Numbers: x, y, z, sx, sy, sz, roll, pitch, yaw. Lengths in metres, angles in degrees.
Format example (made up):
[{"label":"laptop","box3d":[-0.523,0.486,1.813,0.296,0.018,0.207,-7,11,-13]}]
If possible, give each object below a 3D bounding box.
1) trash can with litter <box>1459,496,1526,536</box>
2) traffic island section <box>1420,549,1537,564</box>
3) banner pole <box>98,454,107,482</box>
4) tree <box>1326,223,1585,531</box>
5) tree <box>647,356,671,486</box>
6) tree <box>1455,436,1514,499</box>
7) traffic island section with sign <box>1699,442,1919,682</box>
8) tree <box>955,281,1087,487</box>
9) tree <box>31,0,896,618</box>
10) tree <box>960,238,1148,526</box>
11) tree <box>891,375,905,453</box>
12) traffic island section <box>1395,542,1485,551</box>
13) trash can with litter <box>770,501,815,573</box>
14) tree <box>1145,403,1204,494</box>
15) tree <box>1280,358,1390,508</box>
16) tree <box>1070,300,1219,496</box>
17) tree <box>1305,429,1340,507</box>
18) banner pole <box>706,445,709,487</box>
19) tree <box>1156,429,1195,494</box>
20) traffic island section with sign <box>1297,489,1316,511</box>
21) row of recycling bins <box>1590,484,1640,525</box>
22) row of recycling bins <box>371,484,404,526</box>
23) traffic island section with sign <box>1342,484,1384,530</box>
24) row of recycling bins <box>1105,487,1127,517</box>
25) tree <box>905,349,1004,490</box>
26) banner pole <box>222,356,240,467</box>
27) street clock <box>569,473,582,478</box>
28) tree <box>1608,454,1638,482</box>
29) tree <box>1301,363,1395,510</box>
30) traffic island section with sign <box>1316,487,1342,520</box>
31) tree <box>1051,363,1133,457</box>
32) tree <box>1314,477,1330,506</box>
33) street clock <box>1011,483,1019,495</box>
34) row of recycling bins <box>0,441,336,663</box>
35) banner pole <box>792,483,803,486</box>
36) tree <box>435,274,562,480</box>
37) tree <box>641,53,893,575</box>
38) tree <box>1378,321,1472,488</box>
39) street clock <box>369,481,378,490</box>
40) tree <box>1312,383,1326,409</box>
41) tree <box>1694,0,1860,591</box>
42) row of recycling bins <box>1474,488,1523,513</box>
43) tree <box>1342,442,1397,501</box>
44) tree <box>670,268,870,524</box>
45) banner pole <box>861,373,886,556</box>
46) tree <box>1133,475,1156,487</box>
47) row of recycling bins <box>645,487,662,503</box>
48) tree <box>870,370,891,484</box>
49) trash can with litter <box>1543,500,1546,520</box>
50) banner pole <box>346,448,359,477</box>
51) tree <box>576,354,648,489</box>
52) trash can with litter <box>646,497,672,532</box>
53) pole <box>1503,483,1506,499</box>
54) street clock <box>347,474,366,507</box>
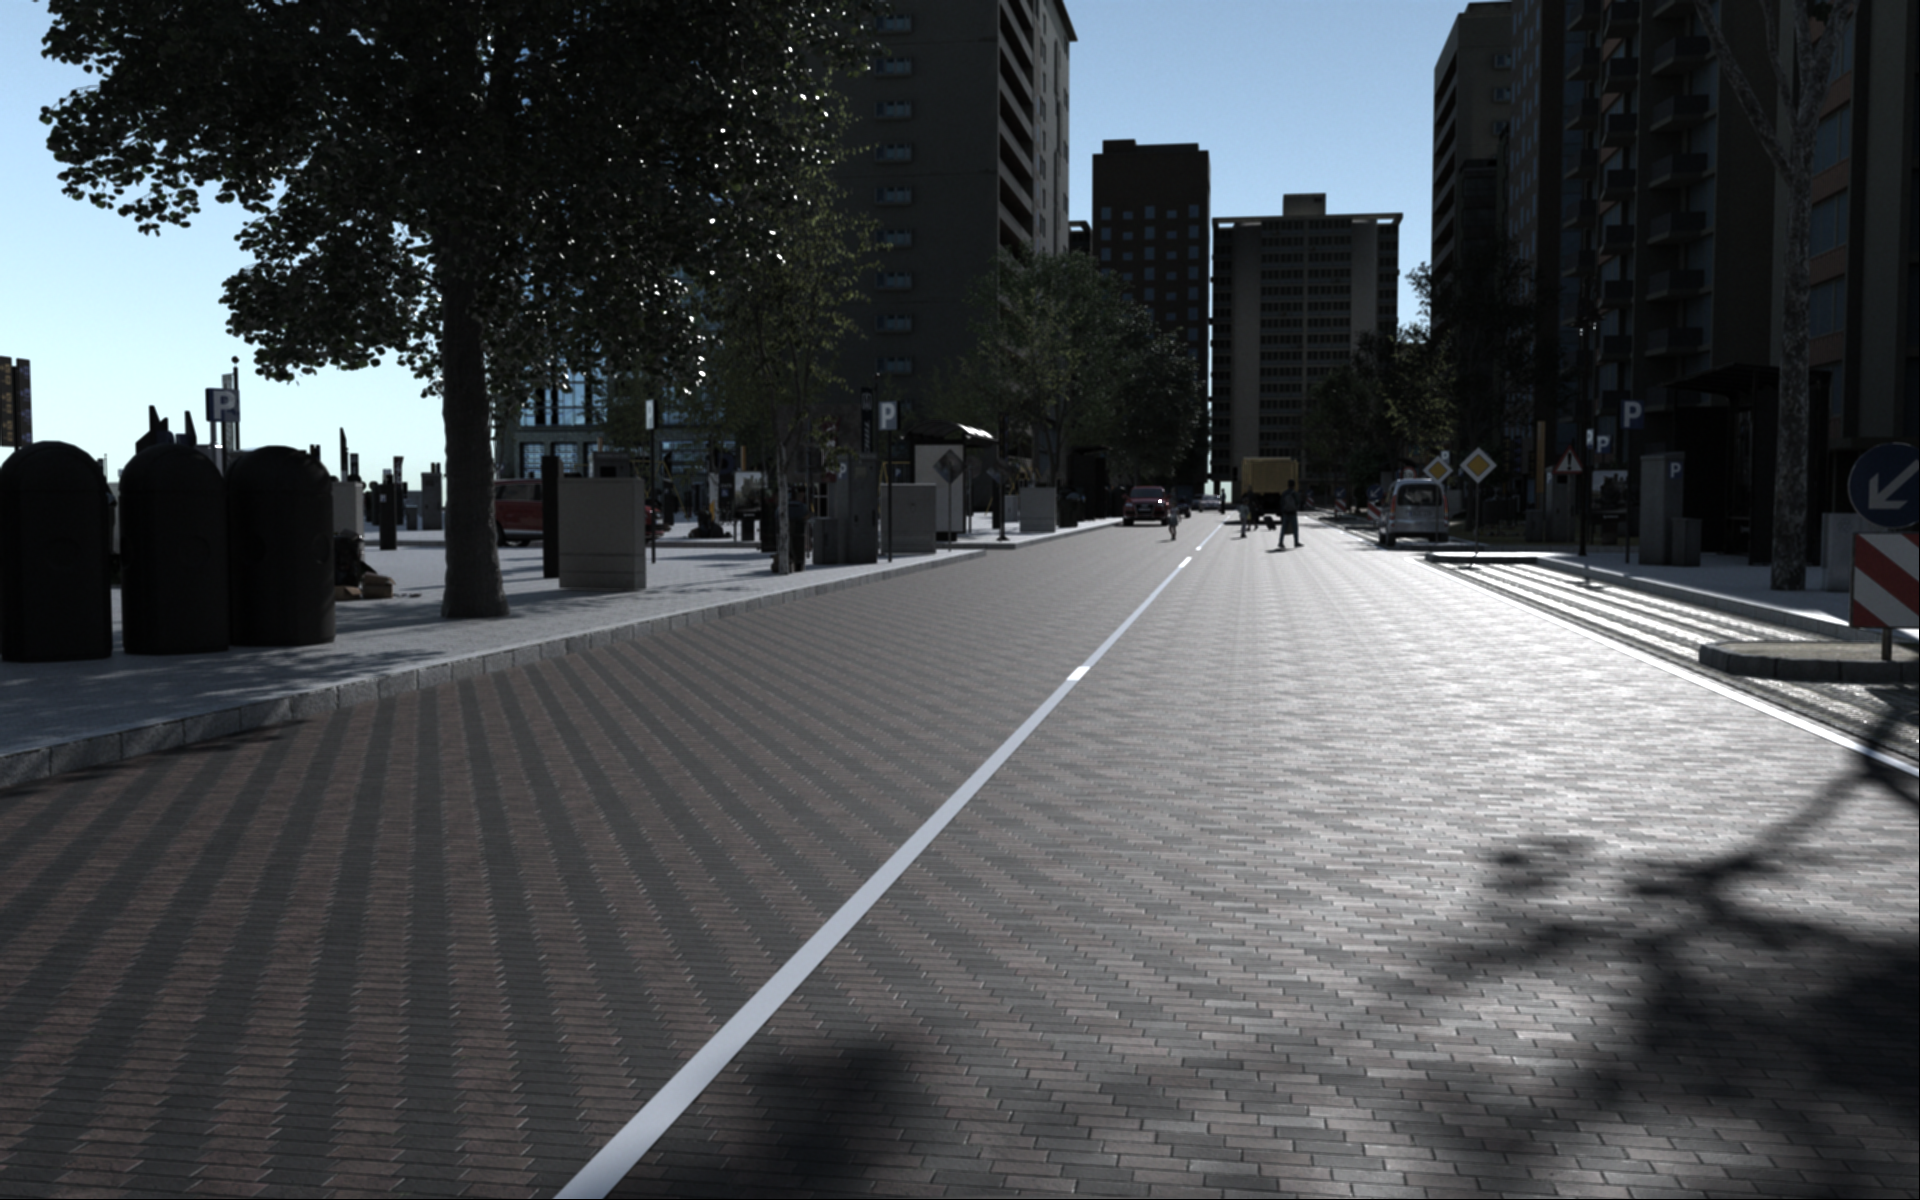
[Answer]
[{"label":"trash can with litter","box3d":[16.618,-2.567,53.027,2.233,1.210,1.678,2,4,30]},{"label":"traffic island section","box3d":[10.983,-0.886,36.761,2.009,0.180,2.903,1,4,9]},{"label":"banner pole","box3d":[-53.307,-7.203,107.786,0.401,3.779,0.863,1,4,19]},{"label":"tree","box3d":[17.801,-7.629,59.145,7.601,10.594,8.767,0,4,-8]},{"label":"tree","box3d":[-9.035,-6.934,63.735,4.737,8.622,4.395,0,3,0]},{"label":"tree","box3d":[29.451,-6.928,96.993,4.285,4.588,4.351,0,3,0]},{"label":"traffic island section with sign","box3d":[7.182,-0.333,14.069,1.989,1.847,2.006,1,4,9]},{"label":"tree","box3d":[2.296,-6.685,59.655,4.360,8.622,3.978,0,3,0]},{"label":"tree","box3d":[-5.053,-6.793,17.726,9.857,13.997,8.962,0,3,0]},{"label":"tree","box3d":[3.793,-8.813,69.850,9.928,11.665,9.643,0,3,0]},{"label":"tree","box3d":[-0.858,-9.010,97.668,4.737,8.622,4.395,0,3,0]},{"label":"traffic island section","box3d":[12.304,-1.367,44.636,2.009,0.180,2.903,1,4,9]},{"label":"trash can with litter","box3d":[-2.778,-1.050,28.560,0.624,1.170,1.055,0,4,6]},{"label":"tree","box3d":[21.163,-14.810,176.550,7.601,10.594,8.767,-1,4,-12]},{"label":"tree","box3d":[33.903,-14.997,155.575,12.009,13.543,11.850,0,3,0]},{"label":"tree","box3d":[11.689,-12.616,112.935,9.857,13.997,8.962,0,3,0]},{"label":"tree","box3d":[37.525,-13.957,178.553,4.737,8.622,4.395,0,3,0]},{"label":"banner pole","box3d":[-11.181,-5.342,77.358,0.401,3.779,0.863,1,4,15]},{"label":"tree","box3d":[20.301,-13.148,165.335,4.737,8.622,4.395,0,3,0]},{"label":"traffic island section with sign","box3d":[29.153,-8.340,144.992,1.989,1.847,2.006,1,4,9]},{"label":"row of recycling bins","box3d":[28.185,-4.057,73.444,3.534,1.692,1.069,-2,4,-27]},{"label":"row of recycling bins","box3d":[-23.859,-3.989,72.331,1.069,1.692,3.534,-1,4,-10]},{"label":"traffic island section with sign","box3d":[16.474,-3.718,69.413,1.989,1.847,2.006,1,4,9]},{"label":"row of recycling bins","box3d":[7.477,-5.435,95.969,3.534,1.692,1.069,-1,4,-14]},{"label":"tree","box3d":[0.298,-8.412,87.899,4.737,8.622,4.395,0,3,0]},{"label":"banner pole","box3d":[-13.309,-2.549,31.698,0.401,3.779,0.863,-3,5,-44]},{"label":"street clock","box3d":[-12.958,-3.297,58.471,0.358,2.002,0.471,2,4,26]},{"label":"tree","box3d":[31.545,-5.443,83.596,1.663,3.219,1.824,0,3,0]},{"label":"tree","box3d":[30.612,-12.861,136.025,9.928,11.665,9.643,0,3,0]},{"label":"traffic island section with sign","box3d":[20.931,-5.344,95.999,1.989,1.847,2.006,1,4,9]},{"label":"tree","box3d":[7.234,-8.793,94.122,4.737,8.622,4.395,0,3,0]},{"label":"tree","box3d":[39.965,-12.056,191.719,1.663,3.219,1.824,0,3,0]},{"label":"street clock","box3d":[3.727,-6.890,117.215,0.471,2.002,0.358,-3,4,-37]},{"label":"row of recycling bins","box3d":[-6.758,-0.414,13.885,1.069,1.692,3.534,3,5,45]},{"label":"banner pole","box3d":[-8.907,-6.365,94.088,0.863,3.779,0.401,1,4,21]},{"label":"tree","box3d":[-14.239,-6.280,53.038,4.360,8.622,3.978,0,3,0]},{"label":"tree","box3d":[-2.888,-4.689,27.026,4.360,8.622,3.978,0,3,0]},{"label":"tree","box3d":[19.689,-7.510,73.145,4.360,8.622,3.978,0,3,0]},{"label":"street clock","box3d":[-33.389,-5.756,98.681,0.471,2.002,0.358,1,4,21]},{"label":"tree","box3d":[22.770,-9.535,90.314,8.767,10.594,7.601,0,4,7]},{"label":"tree","box3d":[10.072,-10.262,23.675,12.611,20.169,13.585,0,3,0]},{"label":"row of recycling bins","box3d":[35.664,-6.616,115.286,3.534,1.692,1.069,0,4,-2]},{"label":"tree","box3d":[24.694,-7.396,104.634,4.285,4.588,4.351,0,3,0]},{"label":"tree","box3d":[-6.104,-6.483,56.358,4.737,8.622,4.395,0,3,0]},{"label":"banner pole","box3d":[-1.841,-2.803,35.838,0.401,3.779,0.863,2,4,27]},{"label":"tree","box3d":[14.055,-8.416,132.210,1.663,3.219,1.824,0,3,0]},{"label":"row of recycling bins","box3d":[-20.639,-6.712,116.858,1.069,1.692,3.534,-1,4,-12]},{"label":"tree","box3d":[-4.855,-9.289,102.241,4.737,8.622,4.395,0,3,0]},{"label":"trash can with litter","box3d":[29.071,-4.564,86.003,0.624,1.170,1.055,-2,4,-29]},{"label":"banner pole","box3d":[-32.996,-6.358,93.972,0.863,3.779,0.401,-3,5,-44]},{"label":"tree","box3d":[-13.863,-7.531,73.490,4.737,8.622,4.395,0,3,0]},{"label":"trash can with litter","box3d":[-10.338,-2.915,59.054,0.624,1.170,1.055,2,4,25]},{"label":"pole","box3d":[34.835,-7.150,110.746,0.158,3.312,0.155,0,3,0]},{"label":"street clock","box3d":[-22.042,-3.576,63.040,0.471,2.002,0.358,1,4,8]}]
